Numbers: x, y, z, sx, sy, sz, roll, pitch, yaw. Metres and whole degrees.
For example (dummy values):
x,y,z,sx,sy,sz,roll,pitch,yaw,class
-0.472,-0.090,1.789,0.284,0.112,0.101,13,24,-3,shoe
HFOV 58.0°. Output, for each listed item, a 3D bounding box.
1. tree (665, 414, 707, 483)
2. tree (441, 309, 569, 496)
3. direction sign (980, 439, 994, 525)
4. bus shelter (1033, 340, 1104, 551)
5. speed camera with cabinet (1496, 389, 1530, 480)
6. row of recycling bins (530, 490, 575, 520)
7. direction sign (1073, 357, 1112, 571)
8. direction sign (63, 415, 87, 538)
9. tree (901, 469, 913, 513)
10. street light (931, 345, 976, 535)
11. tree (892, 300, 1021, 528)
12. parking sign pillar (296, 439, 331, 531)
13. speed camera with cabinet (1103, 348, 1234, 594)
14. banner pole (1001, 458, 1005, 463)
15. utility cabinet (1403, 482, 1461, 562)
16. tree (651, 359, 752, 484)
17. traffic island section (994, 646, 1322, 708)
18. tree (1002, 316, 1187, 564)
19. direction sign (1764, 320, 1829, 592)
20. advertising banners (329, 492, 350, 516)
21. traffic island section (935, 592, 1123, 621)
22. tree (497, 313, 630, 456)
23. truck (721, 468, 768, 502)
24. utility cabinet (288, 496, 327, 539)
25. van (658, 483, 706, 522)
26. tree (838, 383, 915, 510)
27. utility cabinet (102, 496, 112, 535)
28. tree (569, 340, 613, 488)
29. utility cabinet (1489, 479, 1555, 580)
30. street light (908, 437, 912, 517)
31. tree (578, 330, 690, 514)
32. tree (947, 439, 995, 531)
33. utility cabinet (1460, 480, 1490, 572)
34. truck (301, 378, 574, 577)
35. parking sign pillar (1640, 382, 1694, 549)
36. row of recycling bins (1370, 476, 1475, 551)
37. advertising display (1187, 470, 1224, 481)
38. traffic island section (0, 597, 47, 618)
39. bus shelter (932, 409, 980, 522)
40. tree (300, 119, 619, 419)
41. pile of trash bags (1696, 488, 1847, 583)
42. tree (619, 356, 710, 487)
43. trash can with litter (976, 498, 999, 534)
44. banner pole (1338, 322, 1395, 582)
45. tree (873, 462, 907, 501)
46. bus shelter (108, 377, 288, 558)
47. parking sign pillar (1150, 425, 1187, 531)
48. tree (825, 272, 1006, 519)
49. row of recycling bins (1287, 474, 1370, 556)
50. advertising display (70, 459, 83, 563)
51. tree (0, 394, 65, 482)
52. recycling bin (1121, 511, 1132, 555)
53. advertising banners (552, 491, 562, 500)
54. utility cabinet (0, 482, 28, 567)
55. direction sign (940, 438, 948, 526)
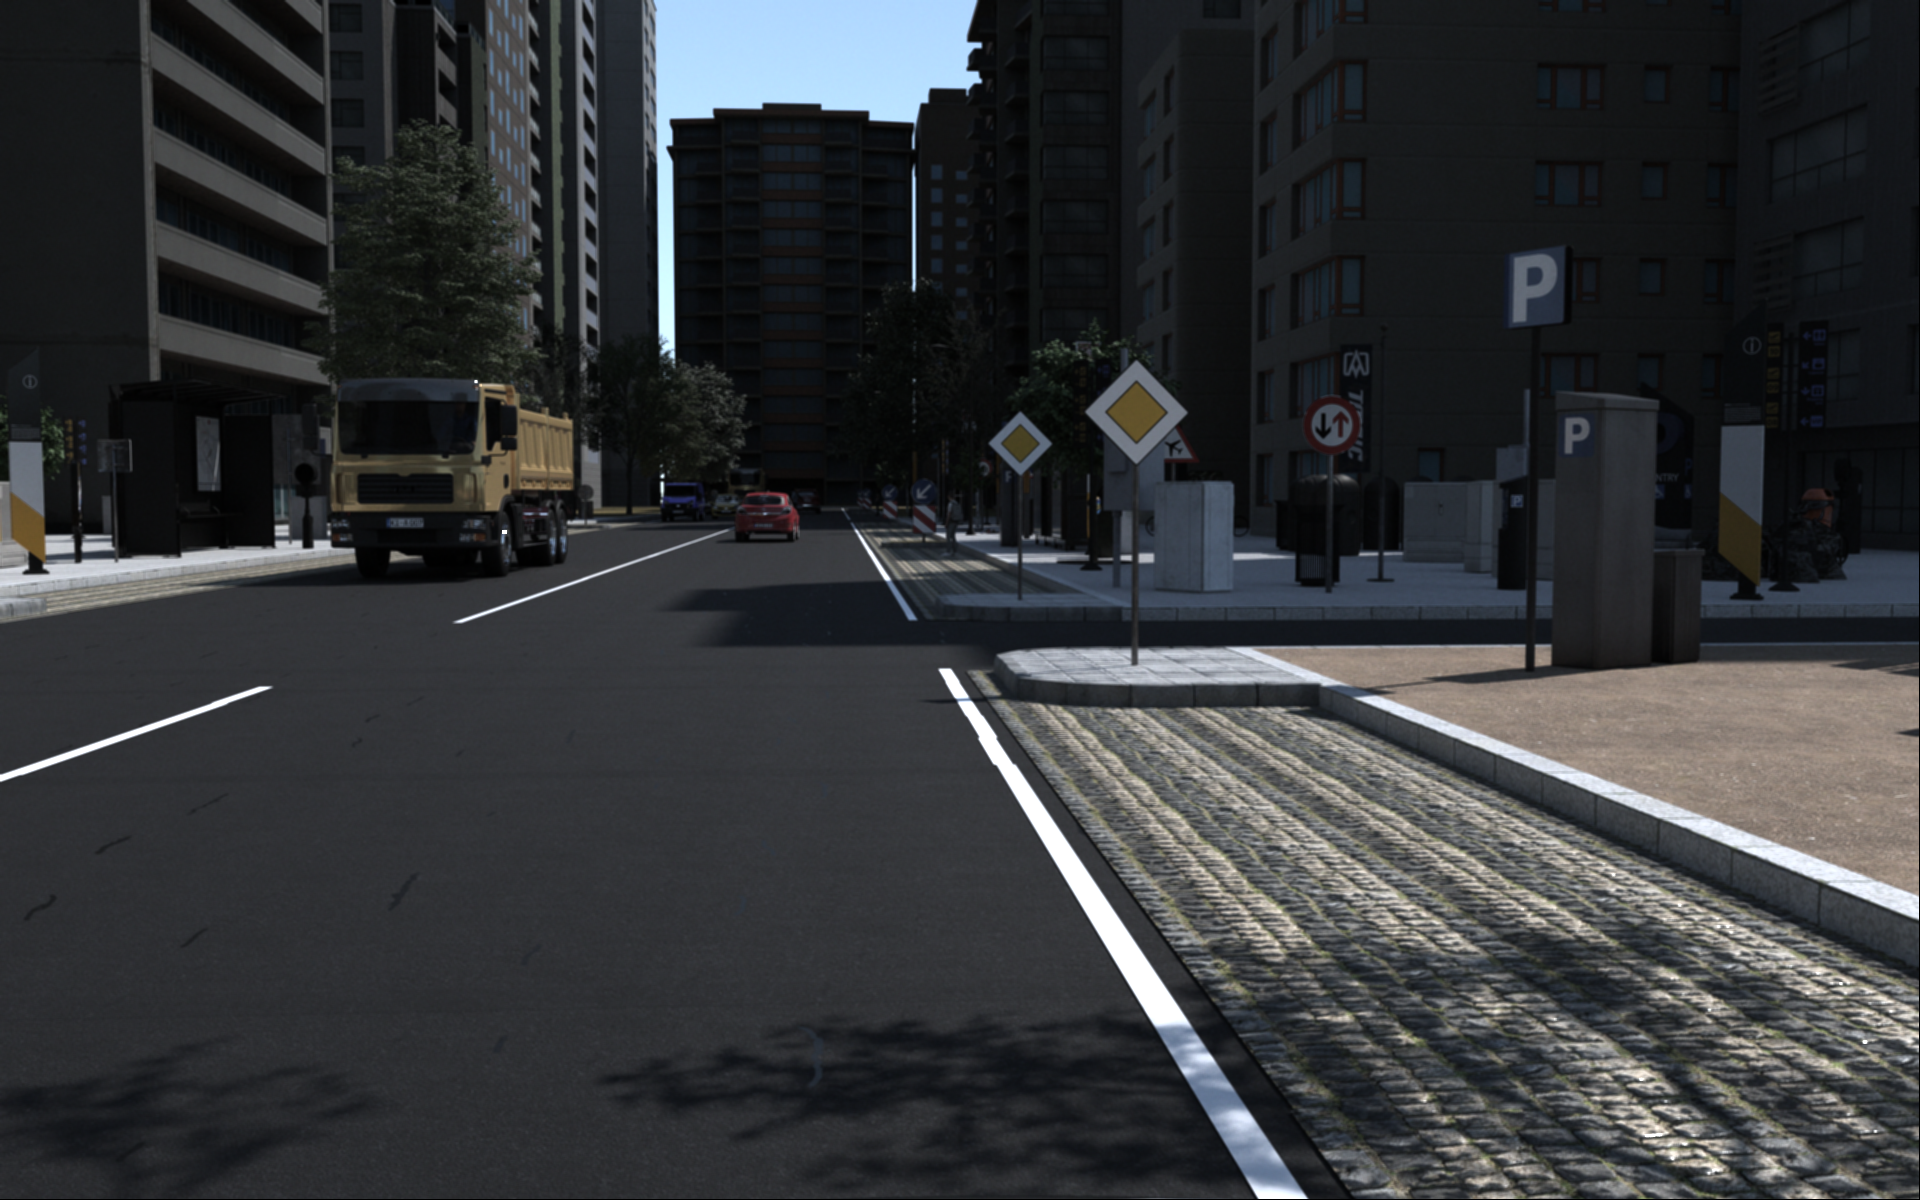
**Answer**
x,y,z,sx,sy,sz,roll,pitch,yaw,class
-24.952,-12.571,155.893,4.360,8.622,3.978,0,3,0,tree
-17.991,-7.088,66.253,4.360,8.622,3.978,0,3,0,tree
1.111,-4.831,70.987,0.379,3.537,0.876,3,5,41,direction sign
2.838,-3.996,42.971,2.179,5.291,8.768,0,4,-4,bus shelter
10.960,-2.391,33.433,0.660,3.252,2.038,3,4,37,speed camera with cabinet
-21.024,-4.845,86.335,3.534,1.692,1.069,-1,4,-18,row of recycling bins
2.214,-2.270,29.119,0.379,3.537,0.876,-3,5,-41,direction sign
-25.694,-3.570,50.372,0.379,3.537,0.876,1,4,12,direction sign
-3.104,-7.631,119.366,1.663,3.219,1.824,0,3,0,tree
-0.202,-4.986,54.056,1.470,5.913,1.316,0,4,-4,street light
0.516,-6.993,64.694,4.360,8.622,3.978,0,3,0,tree
-22.779,-4.422,60.766,1.447,3.967,1.447,3,4,39,parking sign pillar
2.773,-1.761,23.125,0.660,3.252,2.038,-2,4,-34,speed camera with cabinet
1.873,-5.070,72.905,0.401,3.779,0.863,-1,4,-22,banner pole
8.936,-1.456,32.484,1.173,1.500,0.318,1,4,22,utility cabinet
-24.841,-15.734,163.903,9.857,13.997,8.962,0,3,0,tree
1.329,0.567,13.003,2.009,0.180,2.903,0,4,-4,traffic island section
2.490,-2.965,32.194,4.285,4.588,4.351,0,3,0,tree
10.929,-1.887,22.857,0.876,3.537,0.379,2,4,35,direction sign
-23.661,-4.332,67.017,0.090,3.025,2.074,1,4,21,advertising banners
0.746,0.080,20.967,2.009,0.180,2.903,0,4,-4,traffic island section
-20.625,-9.511,89.911,7.601,10.594,8.767,0,4,6,tree
-16.291,-8.344,132.346,3.469,3.379,9.791,0,4,-5,truck
-18.609,-2.339,49.405,1.020,1.237,0.306,0,4,5,utility cabinet
-14.644,-5.337,91.636,2.240,2.365,5.245,0,4,-3,van
-6.125,-13.234,142.131,9.928,11.665,9.643,0,3,0,tree
-26.359,-2.641,54.338,1.020,1.237,0.306,1,4,12,utility cabinet
-18.865,-8.040,81.821,4.360,8.622,3.978,0,3,0,tree
8.588,-1.067,26.117,0.318,1.500,1.173,-2,4,-30,utility cabinet
-3.256,-7.545,95.908,1.470,5.913,1.316,0,4,-4,street light
-20.851,-11.230,109.372,9.928,11.665,9.643,0,3,0,tree
0.443,-4.026,60.430,1.663,3.219,1.824,0,3,0,tree
8.731,-1.209,28.448,1.173,1.500,0.318,-3,5,-42,utility cabinet
-9.214,-2.208,32.021,3.469,3.379,9.791,0,4,-3,truck
16.669,-3.218,41.089,1.447,3.967,1.447,-3,5,-40,parking sign pillar
10.082,-1.980,39.482,3.534,1.692,1.069,2,4,30,row of recycling bins
6.648,-2.552,46.940,0.974,1.923,0.123,1,4,12,advertising display
-12.012,0.137,20.041,2.009,0.180,2.903,0,4,-4,traffic island section
-0.090,-6.223,79.374,2.179,5.291,8.768,0,4,-4,bus shelter
-16.055,-8.240,52.858,7.486,12.596,7.792,0,3,0,tree
12.598,-1.024,26.488,1.912,1.369,3.447,3,5,44,pile of trash bags
-24.612,-13.714,142.357,7.486,12.596,7.792,0,3,0,tree
1.336,-2.789,56.650,1.678,1.210,2.233,-2,4,-31,trash can with litter
5.963,-2.165,25.414,0.863,3.779,0.401,1,4,12,banner pole
-6.268,-10.526,155.806,4.285,4.588,4.351,0,3,0,tree
-16.468,-2.847,37.824,1.731,3.624,6.357,0,4,-4,bus shelter
7.366,-4.402,60.448,1.447,3.967,1.447,-2,4,-31,parking sign pillar
-2.211,-10.558,89.631,9.611,12.733,9.660,0,3,0,tree
7.795,-1.854,37.419,1.069,1.692,3.534,0,4,-2,row of recycling bins
-16.555,-1.668,32.481,0.123,1.923,0.974,-1,4,-23,advertising display
-28.864,-4.225,52.788,4.285,4.588,4.351,0,3,0,tree
3.416,-1.487,36.860,0.722,1.027,0.722,0,4,2,recycling bin
-17.762,-4.921,76.643,0.090,3.025,2.074,0,4,0,advertising banners
-16.763,-1.329,30.401,0.318,1.500,1.173,0,4,-7,utility cabinet
-0.615,-4.771,69.996,0.379,3.537,0.876,1,4,17,direction sign
